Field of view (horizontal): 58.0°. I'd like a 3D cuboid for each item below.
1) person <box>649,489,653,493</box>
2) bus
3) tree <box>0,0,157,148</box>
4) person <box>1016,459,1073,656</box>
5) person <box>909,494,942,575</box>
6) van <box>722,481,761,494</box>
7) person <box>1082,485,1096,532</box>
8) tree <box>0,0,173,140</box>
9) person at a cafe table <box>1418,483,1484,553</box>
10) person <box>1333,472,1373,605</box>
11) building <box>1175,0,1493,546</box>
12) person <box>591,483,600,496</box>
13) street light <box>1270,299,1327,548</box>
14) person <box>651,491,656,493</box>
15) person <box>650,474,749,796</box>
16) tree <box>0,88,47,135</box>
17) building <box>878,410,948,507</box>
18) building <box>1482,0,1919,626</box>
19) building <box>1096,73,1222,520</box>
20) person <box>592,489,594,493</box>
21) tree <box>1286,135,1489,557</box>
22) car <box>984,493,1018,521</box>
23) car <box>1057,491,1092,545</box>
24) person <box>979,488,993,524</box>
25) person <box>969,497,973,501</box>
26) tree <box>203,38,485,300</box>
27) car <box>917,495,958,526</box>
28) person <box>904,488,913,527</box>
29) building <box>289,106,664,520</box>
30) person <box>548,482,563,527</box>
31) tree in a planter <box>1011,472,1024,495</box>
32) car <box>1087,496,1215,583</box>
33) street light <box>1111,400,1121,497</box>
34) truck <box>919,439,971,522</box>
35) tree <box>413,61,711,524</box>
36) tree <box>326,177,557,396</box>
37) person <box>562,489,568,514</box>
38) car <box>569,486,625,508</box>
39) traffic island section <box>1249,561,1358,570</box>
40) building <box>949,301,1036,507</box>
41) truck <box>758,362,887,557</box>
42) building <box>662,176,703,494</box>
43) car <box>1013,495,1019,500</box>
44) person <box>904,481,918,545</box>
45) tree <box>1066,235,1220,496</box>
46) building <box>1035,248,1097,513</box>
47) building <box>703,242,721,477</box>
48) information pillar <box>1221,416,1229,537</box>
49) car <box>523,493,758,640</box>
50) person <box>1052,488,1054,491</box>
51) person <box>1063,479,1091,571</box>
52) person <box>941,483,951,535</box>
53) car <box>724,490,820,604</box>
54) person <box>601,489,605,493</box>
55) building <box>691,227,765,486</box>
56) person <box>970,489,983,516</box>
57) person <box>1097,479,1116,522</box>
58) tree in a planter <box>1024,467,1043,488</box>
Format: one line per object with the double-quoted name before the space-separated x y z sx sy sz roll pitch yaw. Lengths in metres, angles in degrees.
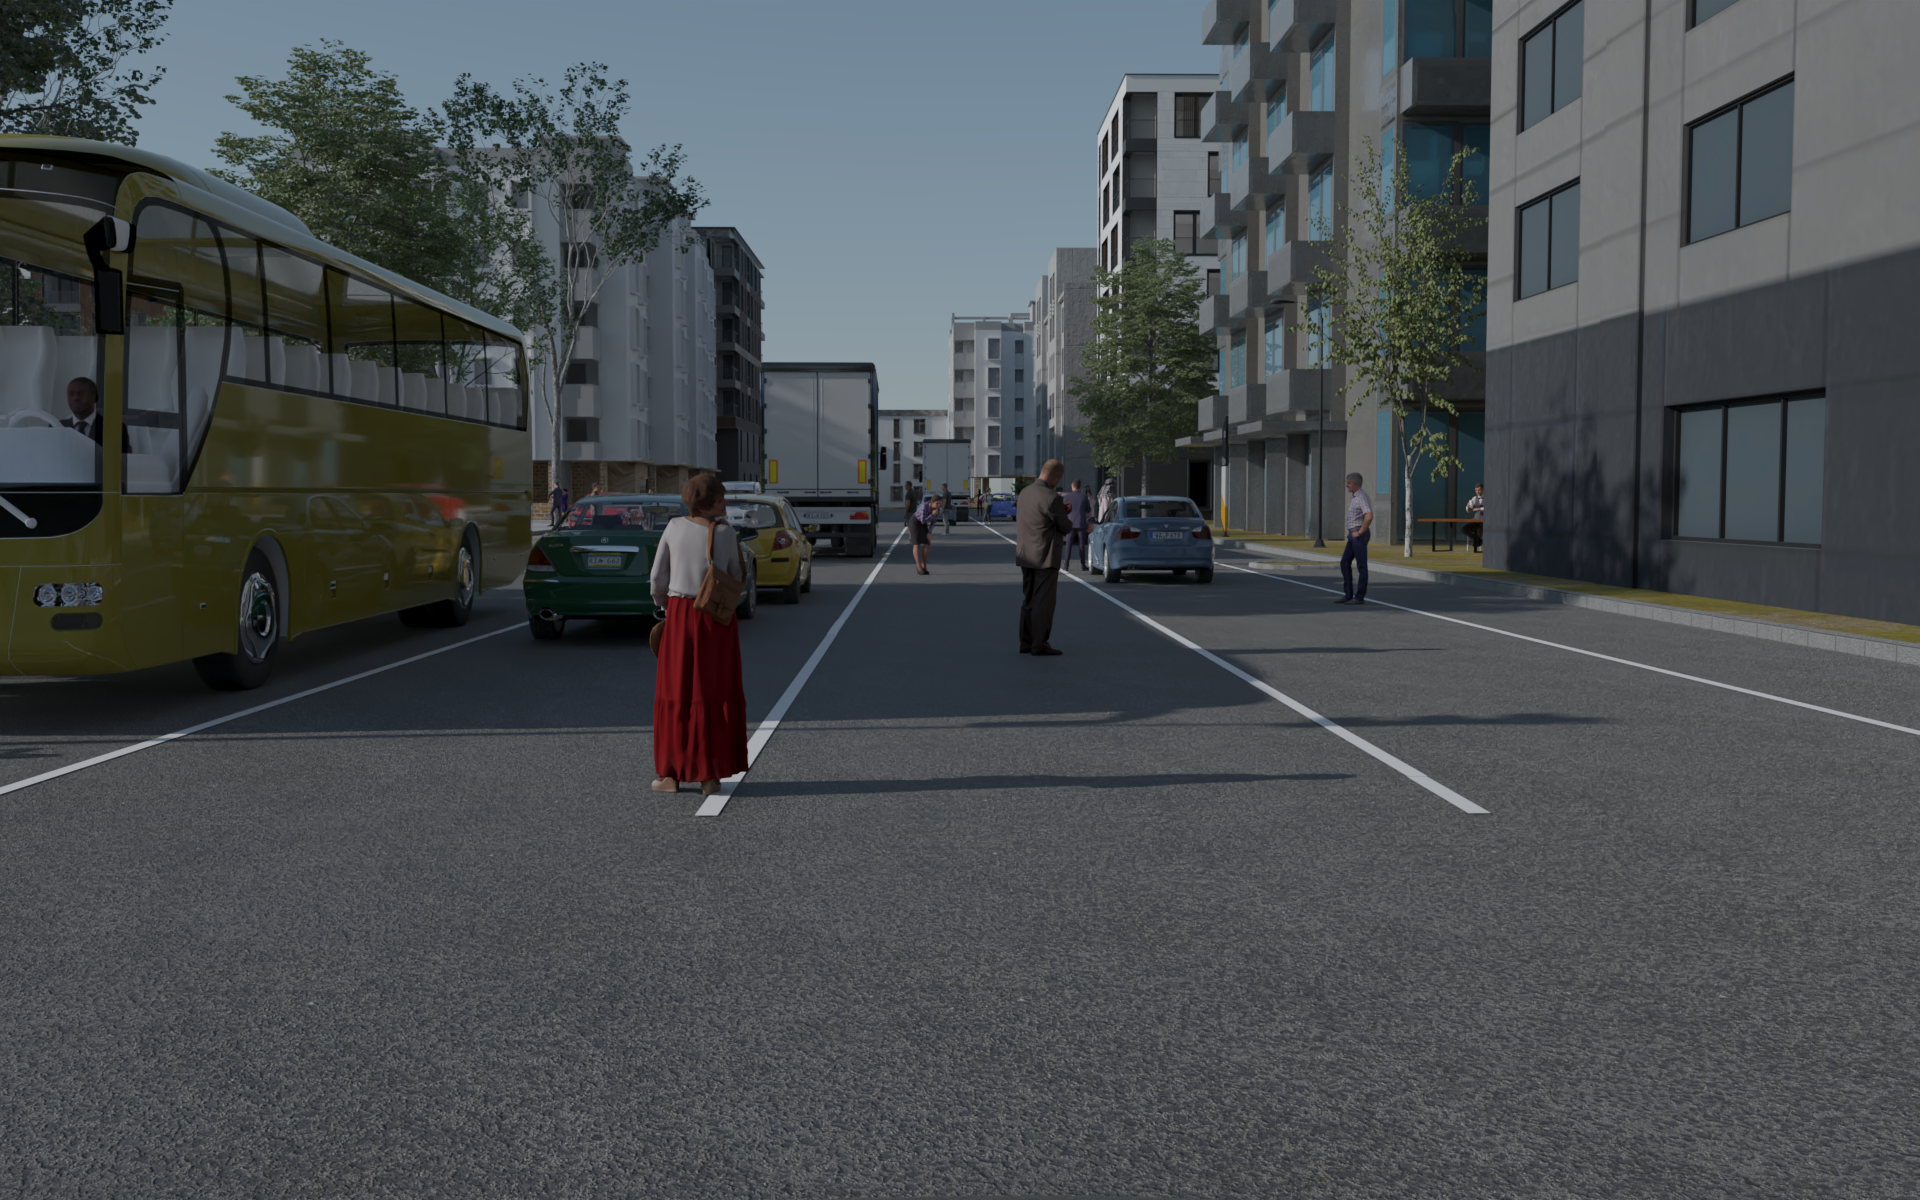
"person" -12.643 -3.715 70.709 0.415 1.643 0.593 0 4 -5
"bus" -6.449 -1.486 15.838 2.896 3.916 12.252 0 4 -2
"tree" -15.160 -6.996 21.041 9.857 13.997 8.962 0 3 0
"person" 0.774 -0.384 15.473 0.565 1.739 0.600 2 4 29
"person" -0.589 -1.157 30.642 0.421 1.427 0.697 -3 5 -45
"van" -7.163 -2.976 55.676 2.013 2.044 4.112 0 4 -2
"person" 4.291 -3.008 58.354 0.551 1.740 0.621 -2 4 -32
"tree" -30.499 -12.030 52.576 12.611 20.169 13.585 0 3 0
"person at a cafe table" 11.363 -1.834 38.499 1.622 1.524 1.698 -3 5 -43
"person" 5.106 -0.797 22.474 0.436 1.711 0.756 0 4 5
"building" 19.972 -26.597 54.473 23.786 49.044 30.456 0 4 -1
"person" -10.377 -2.511 50.086 0.750 1.759 0.617 1 4 11
"street light" 8.079 -4.209 41.355 1.470 5.913 1.316 0 4 -1
"person" -11.501 -3.299 64.655 0.499 1.552 0.429 2 4 27
"person" -1.265 0.163 8.305 0.523 1.526 0.387 1 4 17
"tree" -21.810 -7.104 34.271 7.486 12.596 7.792 0 3 0
"building" -15.255 -14.106 172.786 28.070 9.664 9.099 0 4 -1
"building" 19.430 -35.454 17.930 20.611 71.187 20.563 0 4 -1
"building" 21.672 -15.723 101.046 27.936 21.610 32.646 0 4 -1
"person" -16.270 -4.200 77.187 0.523 1.526 0.387 2 4 26
"tree" 9.005 -5.180 35.057 4.737 8.622 4.395 0 3 0
"car" 2.236 -5.100 92.976 1.945 1.707 3.694 0 3 0
"car" 2.782 -2.543 50.620 2.155 1.783 4.494 0 4 -3
"person" 1.318 -4.468 82.281 0.841 1.734 0.376 -3 4 -36
"person" 0.507 -7.823 137.131 1.217 1.736 0.721 -3 4 -37
"tree" -15.550 -7.687 43.806 7.486 12.596 7.792 0 3 0
"car" -1.076 -4.117 79.322 2.014 1.417 4.499 0 4 -2
"person" -2.150 -4.042 75.500 0.541 1.710 0.530 3 5 44
"building" -24.435 -14.256 89.508 16.016 20.091 11.380 0 4 -1
"person" -16.050 -3.790 68.452 0.568 1.767 0.683 2 4 25
"tree in a planter" 4.885 -8.638 138.458 1.991 3.239 1.994 0 4 -1
"car" 3.190 -1.056 29.272 2.014 1.417 4.499 0 4 -1
"street light" 7.205 -6.809 83.875 1.470 5.913 1.316 0 4 -1
"truck" -0.795 -6.406 93.658 2.839 4.237 11.283 0 4 -1
"tree" -15.944 -13.342 74.035 12.611 20.169 13.585 0 3 0
"tree" -16.683 -7.908 55.049 9.928 11.665 9.643 0 3 0
"person" -18.116 -4.313 78.933 0.453 1.535 0.546 3 5 40
"car" -10.973 -2.743 53.895 2.155 1.783 4.494 0 4 -2
"traffic island section" 6.694 -0.668 33.783 1.991 0.108 1.994 0 4 -1
"building" 4.635 -19.536 175.830 11.380 20.091 16.016 0 4 -1
"truck" -3.236 -3.271 42.396 2.839 4.237 11.283 0 4 -2
"building" -24.024 -14.970 101.182 16.016 20.091 11.380 0 4 -1
"car" 4.469 -8.300 148.060 2.083 1.381 4.827 0 4 1
"person" -1.428 -2.470 49.010 0.434 1.807 0.598 2 4 33
"tree" 8.537 -9.667 76.181 7.486 12.596 7.792 0 3 0
"building" 15.121 -16.304 133.027 16.747 18.905 31.486 0 4 -1
"building" -24.569 -15.706 113.218 16.016 20.091 11.380 0 4 -1
"information pillar" 7.943 -3.704 51.915 0.183 3.616 0.504 0 4 -5
"car" -3.291 -0.409 18.482 2.131 1.459 4.920 0 4 1
"person" 3.991 -3.996 73.982 0.789 1.805 0.875 0 4 6
"person" 2.182 -1.404 32.382 0.541 1.710 0.530 1 4 18
"person" -0.514 -3.149 60.116 0.434 1.807 0.598 2 4 29
"car" -2.975 -0.841 23.972 2.015 1.641 3.980 0 4 -2
"person" -17.376 -4.612 83.997 0.613 1.512 0.480 0 4 -1
"building" -33.716 -18.486 146.227 32.646 21.610 27.936 0 4 -1
"person" 1.278 -6.334 112.748 1.217 1.739 0.721 0 4 -8
"person" 3.009 -1.581 35.012 0.621 1.740 0.551 -2 4 -32
"tree in a planter" 5.340 -6.991 111.518 1.991 3.239 1.994 0 4 -1
